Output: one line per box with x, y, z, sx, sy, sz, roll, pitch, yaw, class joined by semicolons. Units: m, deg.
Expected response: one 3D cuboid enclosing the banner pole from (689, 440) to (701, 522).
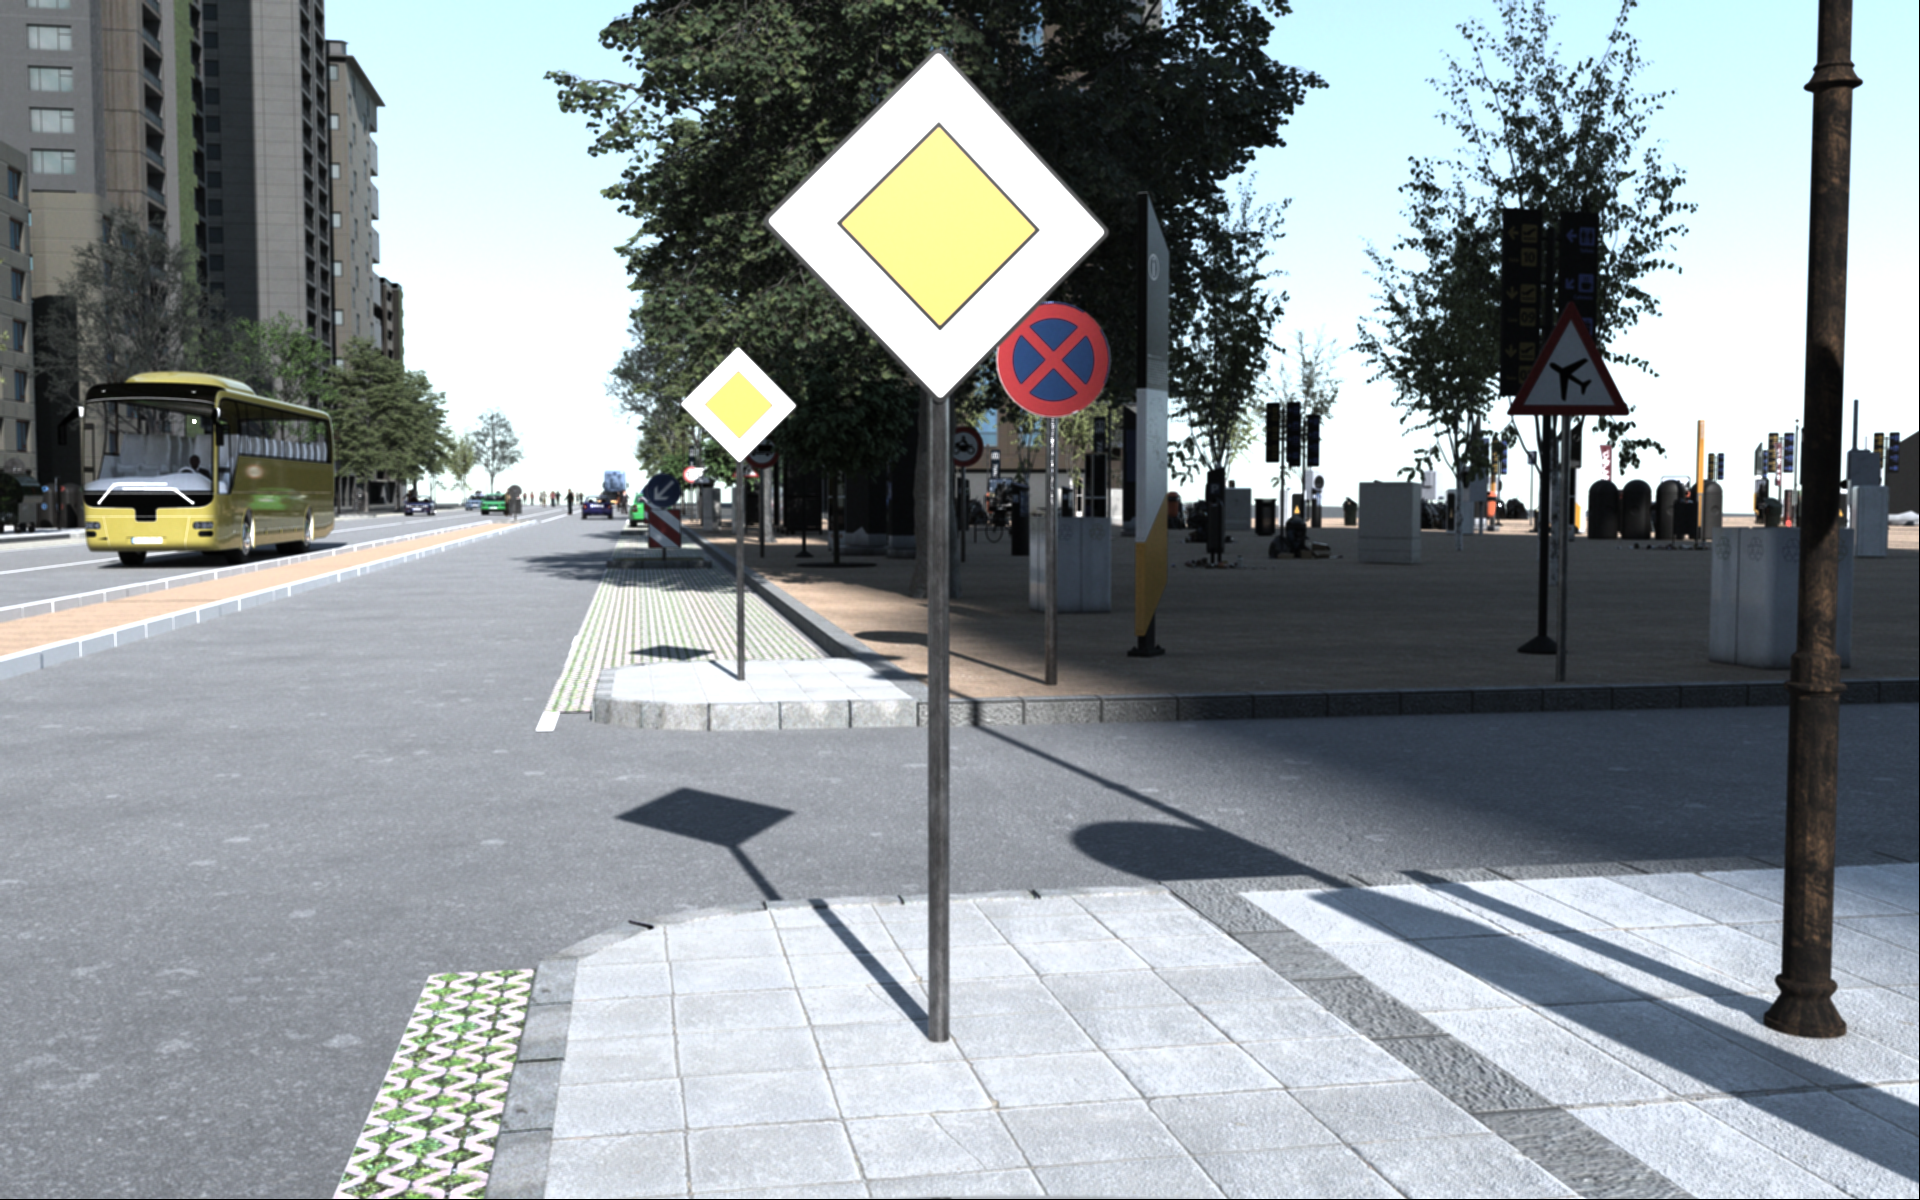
-12.263;-5.493;79.828;0.401;3.779;0.863;-3;5;-43;banner pole

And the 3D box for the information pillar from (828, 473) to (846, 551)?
-2.769;-2.110;38.986;0.304;2.012;0.304;-3;5;-41;information pillar

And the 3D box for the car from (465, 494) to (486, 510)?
-42.763;-8.659;153.577;2.014;1.417;4.499;-1;4;-9;car

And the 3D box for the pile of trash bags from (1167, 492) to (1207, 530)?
8.208;-3.289;63.522;1.912;1.369;3.447;1;4;22;pile of trash bags

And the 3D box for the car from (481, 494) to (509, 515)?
-32.324;-6.844;120.699;1.959;1.807;4.718;-1;4;-10;car

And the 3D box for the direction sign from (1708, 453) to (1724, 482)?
41.713;-6.339;95.637;0.379;3.537;0.876;-3;5;-43;direction sign

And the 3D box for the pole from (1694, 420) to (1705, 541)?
20.335;-3.288;47.608;0.158;3.312;0.155;0;3;0;pole

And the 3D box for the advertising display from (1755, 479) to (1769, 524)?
34.095;-4.185;73.640;0.123;1.923;0.974;0;4;0;advertising display

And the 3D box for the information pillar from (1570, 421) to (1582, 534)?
19.585;-3.907;55.227;0.183;3.616;0.504;-3;5;-45;information pillar

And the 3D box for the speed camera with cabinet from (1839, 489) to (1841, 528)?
30.009;-3.919;58.407;2.038;3.252;0.660;0;4;-8;speed camera with cabinet

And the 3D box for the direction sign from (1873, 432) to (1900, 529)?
33.958;-4.377;63.554;0.379;3.537;0.876;-3;5;-44;direction sign

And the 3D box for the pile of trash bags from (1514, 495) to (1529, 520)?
28.351;-4.769;87.719;3.447;1.369;1.912;1;4;13;pile of trash bags

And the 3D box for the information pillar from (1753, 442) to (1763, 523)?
35.788;-5.280;77.676;0.504;3.616;0.183;-2;4;-35;information pillar

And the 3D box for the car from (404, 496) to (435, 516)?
-36.105;-6.311;115.764;1.945;1.354;3.894;-1;4;-12;car

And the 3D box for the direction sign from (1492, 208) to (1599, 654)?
4.718;-1.341;13.928;0.876;3.537;0.379;-1;4;-17;direction sign

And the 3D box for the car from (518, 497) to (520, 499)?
-50.137;-11.266;193.233;2.155;1.783;4.494;-1;4;-11;car

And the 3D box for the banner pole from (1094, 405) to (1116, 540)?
4.071;-3.614;49.102;0.401;3.779;0.863;-3;5;-40;banner pole

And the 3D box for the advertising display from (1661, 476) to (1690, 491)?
25.581;-3.471;61.963;0.974;1.923;0.123;2;4;24;advertising display

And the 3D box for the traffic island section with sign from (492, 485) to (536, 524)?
-21.697;-4.657;84.278;2.006;1.907;1.989;-1;4;-10;traffic island section with sign

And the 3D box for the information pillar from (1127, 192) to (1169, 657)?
1.521;-1.369;13.744;0.183;3.616;0.504;2;4;28;information pillar

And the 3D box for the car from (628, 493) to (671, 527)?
-13.434;-4.066;75.277;1.959;1.807;4.718;-1;4;-10;car

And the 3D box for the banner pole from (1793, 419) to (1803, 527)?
27.922;-4.124;57.449;0.401;3.779;0.863;-2;4;-27;banner pole

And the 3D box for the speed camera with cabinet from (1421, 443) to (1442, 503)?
18.813;-4.431;66.777;0.660;3.252;2.038;-3;5;-39;speed camera with cabinet

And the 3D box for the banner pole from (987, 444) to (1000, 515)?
1.614;-5.898;86.457;0.863;3.779;0.401;1;4;12;banner pole

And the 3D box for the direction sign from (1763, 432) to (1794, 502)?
30.207;-4.391;63.793;0.876;3.537;0.379;1;4;13;direction sign

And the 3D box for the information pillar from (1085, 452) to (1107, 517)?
2.410;-1.606;30.745;0.304;2.012;0.304;-1;4;-22;information pillar

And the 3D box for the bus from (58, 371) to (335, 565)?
-16.318;-2.863;38.365;2.896;3.916;12.252;-1;4;-10;bus

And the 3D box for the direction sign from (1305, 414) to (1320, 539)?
9.751;-3.495;49.142;0.876;3.537;0.379;0;4;-2;direction sign

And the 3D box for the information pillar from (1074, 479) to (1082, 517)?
5.601;-4.738;81.964;0.304;2.012;0.304;-1;4;-14;information pillar

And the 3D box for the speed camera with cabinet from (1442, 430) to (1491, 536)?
15.836;-3.658;54.149;0.660;3.252;2.038;0;4;-3;speed camera with cabinet

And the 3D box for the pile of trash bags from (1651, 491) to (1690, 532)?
23.501;-3.004;58.863;1.912;1.369;3.447;-2;4;-31;pile of trash bags

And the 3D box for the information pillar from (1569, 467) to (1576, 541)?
16.471;-2.597;46.949;0.304;2.012;0.304;0;4;-7;information pillar

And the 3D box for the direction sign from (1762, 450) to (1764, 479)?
40.963;-5.906;88.563;0.876;3.537;0.379;-2;4;-29;direction sign

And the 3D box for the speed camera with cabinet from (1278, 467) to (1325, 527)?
13.322;-4.474;67.479;2.038;3.252;0.660;-3;4;-37;speed camera with cabinet

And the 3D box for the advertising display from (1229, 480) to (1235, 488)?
12.502;-4.557;79.725;0.123;1.923;0.974;0;4;-1;advertising display

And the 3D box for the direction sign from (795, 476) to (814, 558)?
-3.167;-2.636;35.091;0.379;3.537;0.876;1;4;13;direction sign

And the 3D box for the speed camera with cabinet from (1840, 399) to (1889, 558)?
18.636;-2.521;35.551;0.660;3.252;2.038;1;4;21;speed camera with cabinet

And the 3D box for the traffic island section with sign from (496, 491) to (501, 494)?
-57.205;-12.608;214.773;1.989;1.847;2.006;-1;4;-10;traffic island section with sign

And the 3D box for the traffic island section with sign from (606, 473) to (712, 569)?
-5.908;-1.545;33.890;1.989;1.847;2.006;-1;4;-10;traffic island section with sign

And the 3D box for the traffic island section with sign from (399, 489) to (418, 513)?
-42.134;-7.644;133.609;1.989;1.847;2.006;-1;4;-10;traffic island section with sign

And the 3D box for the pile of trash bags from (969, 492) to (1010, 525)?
1.222;-3.907;73.638;1.912;1.369;3.447;0;4;3;pile of trash bags

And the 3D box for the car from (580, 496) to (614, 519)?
-20.800;-5.305;99.312;1.945;1.354;3.894;-1;4;-12;car

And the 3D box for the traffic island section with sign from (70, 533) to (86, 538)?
-27.888;-2.950;56.865;1.989;1.847;2.006;-1;4;-10;traffic island section with sign

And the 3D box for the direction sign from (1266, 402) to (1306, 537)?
7.965;-3.105;42.762;0.876;3.537;0.379;2;4;31;direction sign

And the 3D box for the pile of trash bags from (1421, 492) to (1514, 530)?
18.012;-3.264;63.125;1.912;1.369;3.447;-3;5;-43;pile of trash bags

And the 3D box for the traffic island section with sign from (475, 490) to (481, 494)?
-52.158;-10.949;187.637;1.989;1.847;2.006;-1;4;-10;traffic island section with sign

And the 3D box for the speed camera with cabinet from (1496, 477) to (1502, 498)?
28.252;-5.967;91.894;0.660;3.252;2.038;2;4;30;speed camera with cabinet

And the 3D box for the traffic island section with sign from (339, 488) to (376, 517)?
-37.203;-6.019;107.039;1.989;1.847;2.006;-1;4;-10;traffic island section with sign

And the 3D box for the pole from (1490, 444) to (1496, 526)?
21.629;-4.673;70.250;0.158;3.312;0.155;0;3;0;pole

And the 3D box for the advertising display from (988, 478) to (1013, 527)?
1.602;-3.830;67.840;0.974;1.923;0.123;0;3;0;advertising display
